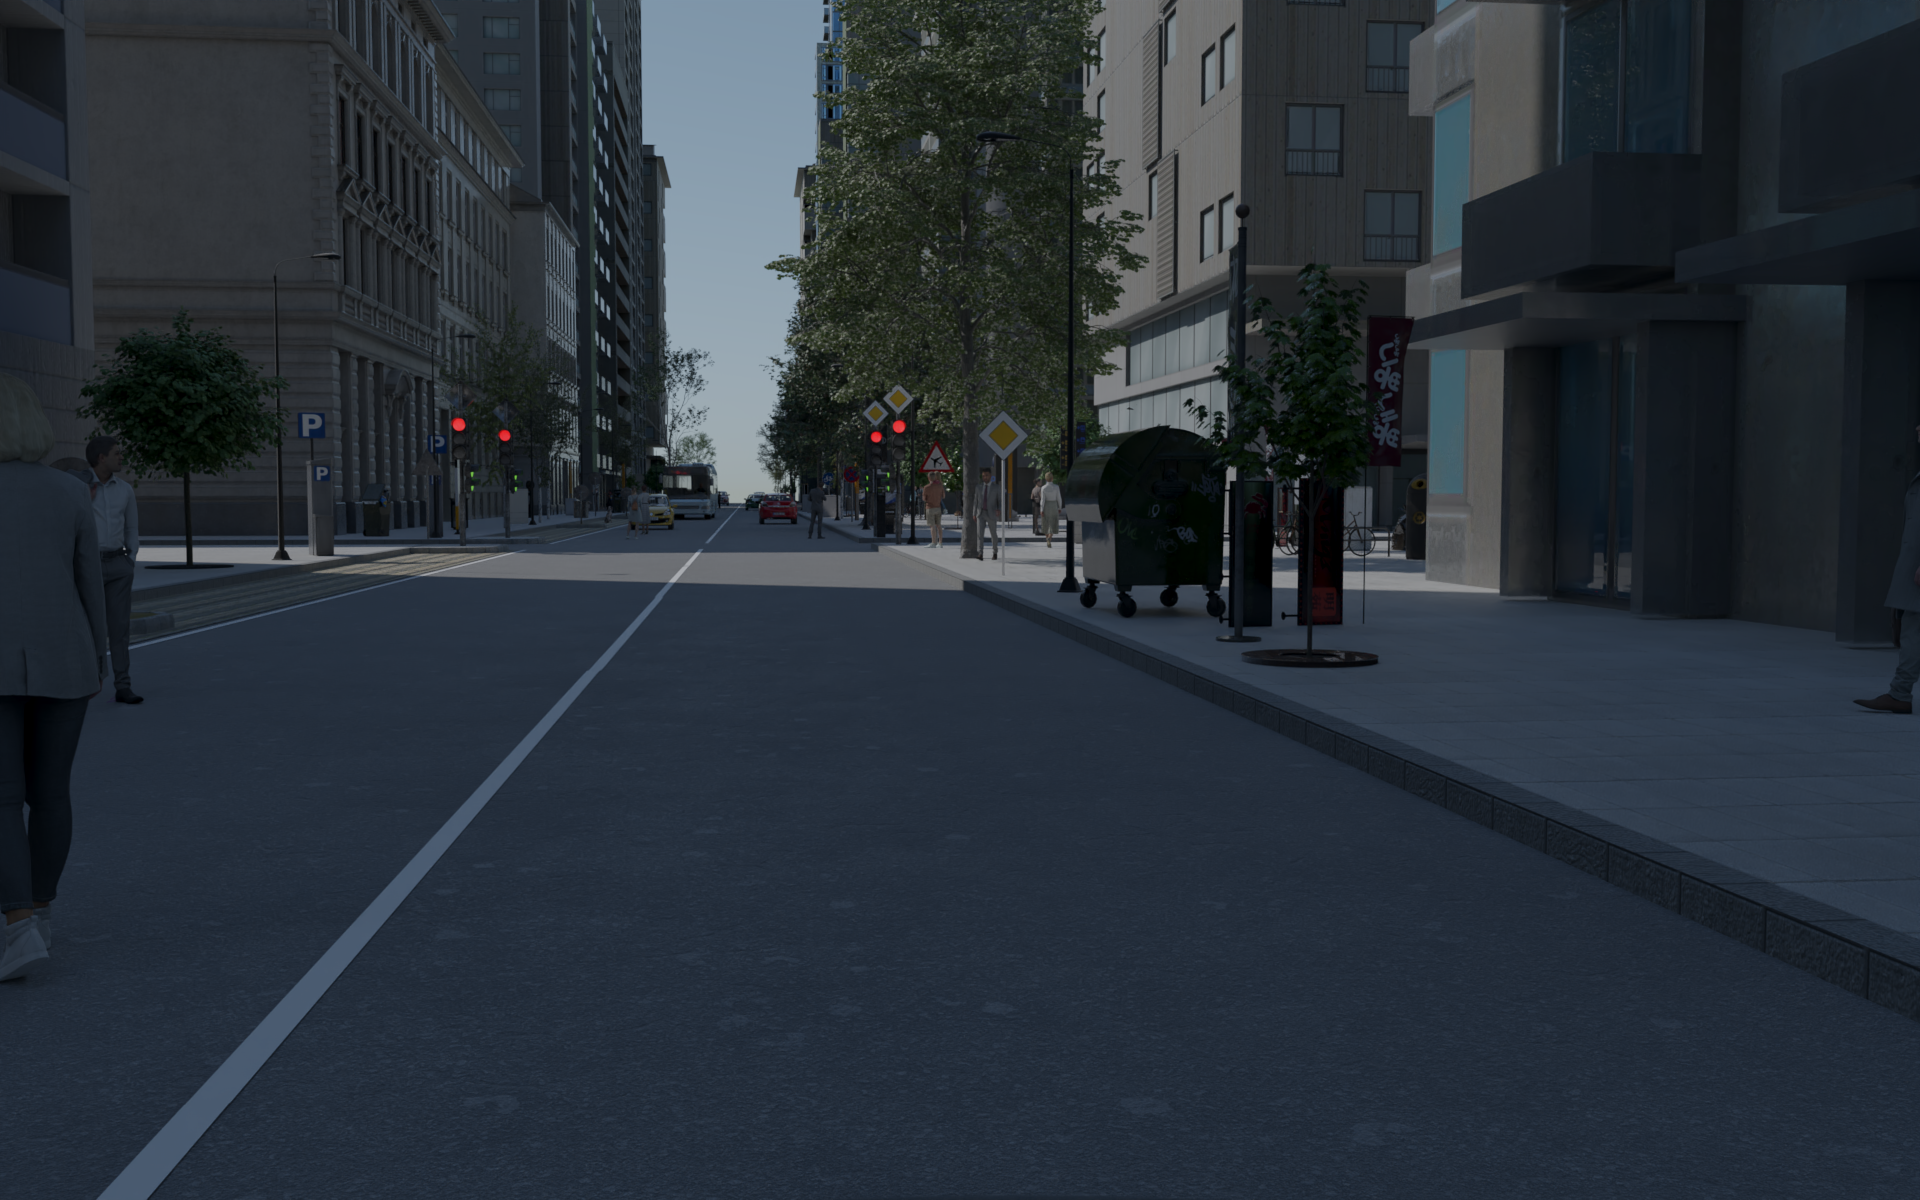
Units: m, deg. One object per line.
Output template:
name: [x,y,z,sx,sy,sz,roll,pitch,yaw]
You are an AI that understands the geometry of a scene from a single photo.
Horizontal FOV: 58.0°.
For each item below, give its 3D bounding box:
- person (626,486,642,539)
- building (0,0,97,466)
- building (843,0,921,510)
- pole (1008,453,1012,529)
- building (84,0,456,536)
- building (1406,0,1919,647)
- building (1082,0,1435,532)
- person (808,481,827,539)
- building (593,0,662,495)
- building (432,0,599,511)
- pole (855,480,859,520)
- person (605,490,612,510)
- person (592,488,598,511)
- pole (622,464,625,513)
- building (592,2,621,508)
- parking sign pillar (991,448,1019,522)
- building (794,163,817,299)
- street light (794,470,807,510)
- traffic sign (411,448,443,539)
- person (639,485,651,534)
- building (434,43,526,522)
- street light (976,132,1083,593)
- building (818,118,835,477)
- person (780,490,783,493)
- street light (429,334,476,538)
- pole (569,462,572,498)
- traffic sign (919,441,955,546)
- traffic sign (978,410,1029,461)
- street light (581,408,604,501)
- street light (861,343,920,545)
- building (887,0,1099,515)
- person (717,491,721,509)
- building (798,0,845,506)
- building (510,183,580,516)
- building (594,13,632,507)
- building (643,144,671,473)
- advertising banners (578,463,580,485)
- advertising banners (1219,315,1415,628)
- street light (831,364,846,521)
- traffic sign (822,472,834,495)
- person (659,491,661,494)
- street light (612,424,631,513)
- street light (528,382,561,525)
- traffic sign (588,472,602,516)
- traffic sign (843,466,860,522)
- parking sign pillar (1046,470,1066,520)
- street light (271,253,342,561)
person: [-10.346,-2.784,55.026,0.512,1.701,0.522,-1,4,-19]
building: [-29.832,-29.559,25.295,28.212,58.520,21.231,0,4,-7]
building: [-2.997,-28.392,147.798,14.154,41.232,14.086,0,4,-7]
pole: [1.856,-4.291,63.996,0.158,3.312,0.155,0,3,0]
building: [-25.076,-14.218,61.338,11.050,23.489,19.941,0,4,-7]
building: [17.918,-24.047,12.771,23.786,49.044,30.456,0,4,-7]
building: [20.258,-29.374,69.504,27.495,52.752,28.713,0,4,-7]
person: [-4.600,-2.898,55.692,0.655,1.846,0.447,1,4,15]
building: [-51.943,-48.949,238.564,20.563,71.187,20.611,0,4,-7]
building: [-35.242,-27.346,130.704,14.154,41.232,14.086,0,4,-7]
pole: [-5.017,-5.524,84.158,0.158,3.312,0.155,0,3,0]
person: [-27.607,-7.872,136.215,0.593,1.643,0.415,-1,4,-18]
person: [-27.065,-7.425,128.251,0.742,1.727,0.445,2,4,27]
pole: [-22.679,-7.517,116.750,0.158,3.312,0.155,0,3,0]
building: [-42.750,-32.559,151.951,23.786,49.044,30.456,0,4,-7]
parking sign pillar: [2.056,-5.658,80.973,1.447,3.967,1.447,-3,4,-37]
building: [-11.280,-41.785,272.430,28.713,52.752,27.495,0,4,-7]
street light: [-9.125,-8.101,104.985,1.470,5.913,1.316,0,4,-7]
traffic sign: [-15.186,-3.020,49.385,0.884,2.594,0.081,0,4,-5]
person: [-11.290,-3.222,61.754,0.524,1.755,0.480,3,5,42]
building: [-31.779,-15.498,86.683,16.112,22.955,30.059,0,4,-7]
street light: [0.903,-3.051,22.432,1.470,5.913,1.316,0,4,-7]
building: [-8.677,-31.122,192.442,14.154,41.232,14.086,0,4,-7]
person: [-23.762,-13.733,230.213,0.705,1.869,1.348,1,4,10]
street light: [-14.731,-4.757,50.325,1.470,5.913,1.316,0,4,-7]
pole: [-24.644,-7.080,109.596,0.158,3.312,0.155,0,3,0]
traffic sign: [-0.573,-2.593,42.392,0.884,2.594,0.081,0,4,1]
traffic sign: [0.699,-1.678,27.165,0.795,2.593,0.064,0,4,0]
street light: [-19.915,-7.410,93.695,1.470,5.913,1.316,0,4,-7]
street light: [-1.740,-4.368,43.960,1.470,5.913,1.316,0,4,-7]
building: [10.218,-25.982,116.689,32.217,40.220,23.993,0,4,-7]
person: [-23.896,-9.915,171.330,0.721,1.735,1.217,1,4,16]
building: [-11.161,-56.798,241.316,22.319,86.520,31.000,0,4,-7]
building: [-30.187,-16.029,111.227,9.793,20.994,18.267,0,4,-7]
building: [-45.421,-33.894,177.866,21.300,48.544,21.600,0,4,-7]
building: [-58.593,-41.188,262.669,28.713,52.752,27.495,0,4,-7]
advertising banners: [-21.002,-6.097,95.878,0.090,3.025,2.074,-1,4,-18]
advertising banners: [3.493,-1.264,16.847,2.074,3.025,0.090,-1,4,-17]
street light: [-3.911,-5.479,62.118,1.470,5.913,1.316,0,4,-7]
traffic sign: [-7.729,-6.239,102.117,0.768,2.556,0.104,0,4,-3]
person: [-31.489,-10.657,181.076,0.721,1.735,1.217,-2,4,-31]
street light: [-22.561,-8.732,115.303,1.470,5.913,1.316,0,4,-7]
street light: [-17.204,-6.070,71.786,1.470,5.913,1.316,0,4,-7]
traffic sign: [-20.902,-6.064,99.254,0.768,2.556,0.104,0,4,-6]
traffic sign: [-4.953,-4.847,79.347,0.768,2.556,0.104,0,4,2]
parking sign pillar: [4.909,-5.988,86.375,1.447,3.967,1.447,-2,4,-33]
street light: [-12.621,-3.727,33.482,1.470,5.913,1.316,0,4,-7]
